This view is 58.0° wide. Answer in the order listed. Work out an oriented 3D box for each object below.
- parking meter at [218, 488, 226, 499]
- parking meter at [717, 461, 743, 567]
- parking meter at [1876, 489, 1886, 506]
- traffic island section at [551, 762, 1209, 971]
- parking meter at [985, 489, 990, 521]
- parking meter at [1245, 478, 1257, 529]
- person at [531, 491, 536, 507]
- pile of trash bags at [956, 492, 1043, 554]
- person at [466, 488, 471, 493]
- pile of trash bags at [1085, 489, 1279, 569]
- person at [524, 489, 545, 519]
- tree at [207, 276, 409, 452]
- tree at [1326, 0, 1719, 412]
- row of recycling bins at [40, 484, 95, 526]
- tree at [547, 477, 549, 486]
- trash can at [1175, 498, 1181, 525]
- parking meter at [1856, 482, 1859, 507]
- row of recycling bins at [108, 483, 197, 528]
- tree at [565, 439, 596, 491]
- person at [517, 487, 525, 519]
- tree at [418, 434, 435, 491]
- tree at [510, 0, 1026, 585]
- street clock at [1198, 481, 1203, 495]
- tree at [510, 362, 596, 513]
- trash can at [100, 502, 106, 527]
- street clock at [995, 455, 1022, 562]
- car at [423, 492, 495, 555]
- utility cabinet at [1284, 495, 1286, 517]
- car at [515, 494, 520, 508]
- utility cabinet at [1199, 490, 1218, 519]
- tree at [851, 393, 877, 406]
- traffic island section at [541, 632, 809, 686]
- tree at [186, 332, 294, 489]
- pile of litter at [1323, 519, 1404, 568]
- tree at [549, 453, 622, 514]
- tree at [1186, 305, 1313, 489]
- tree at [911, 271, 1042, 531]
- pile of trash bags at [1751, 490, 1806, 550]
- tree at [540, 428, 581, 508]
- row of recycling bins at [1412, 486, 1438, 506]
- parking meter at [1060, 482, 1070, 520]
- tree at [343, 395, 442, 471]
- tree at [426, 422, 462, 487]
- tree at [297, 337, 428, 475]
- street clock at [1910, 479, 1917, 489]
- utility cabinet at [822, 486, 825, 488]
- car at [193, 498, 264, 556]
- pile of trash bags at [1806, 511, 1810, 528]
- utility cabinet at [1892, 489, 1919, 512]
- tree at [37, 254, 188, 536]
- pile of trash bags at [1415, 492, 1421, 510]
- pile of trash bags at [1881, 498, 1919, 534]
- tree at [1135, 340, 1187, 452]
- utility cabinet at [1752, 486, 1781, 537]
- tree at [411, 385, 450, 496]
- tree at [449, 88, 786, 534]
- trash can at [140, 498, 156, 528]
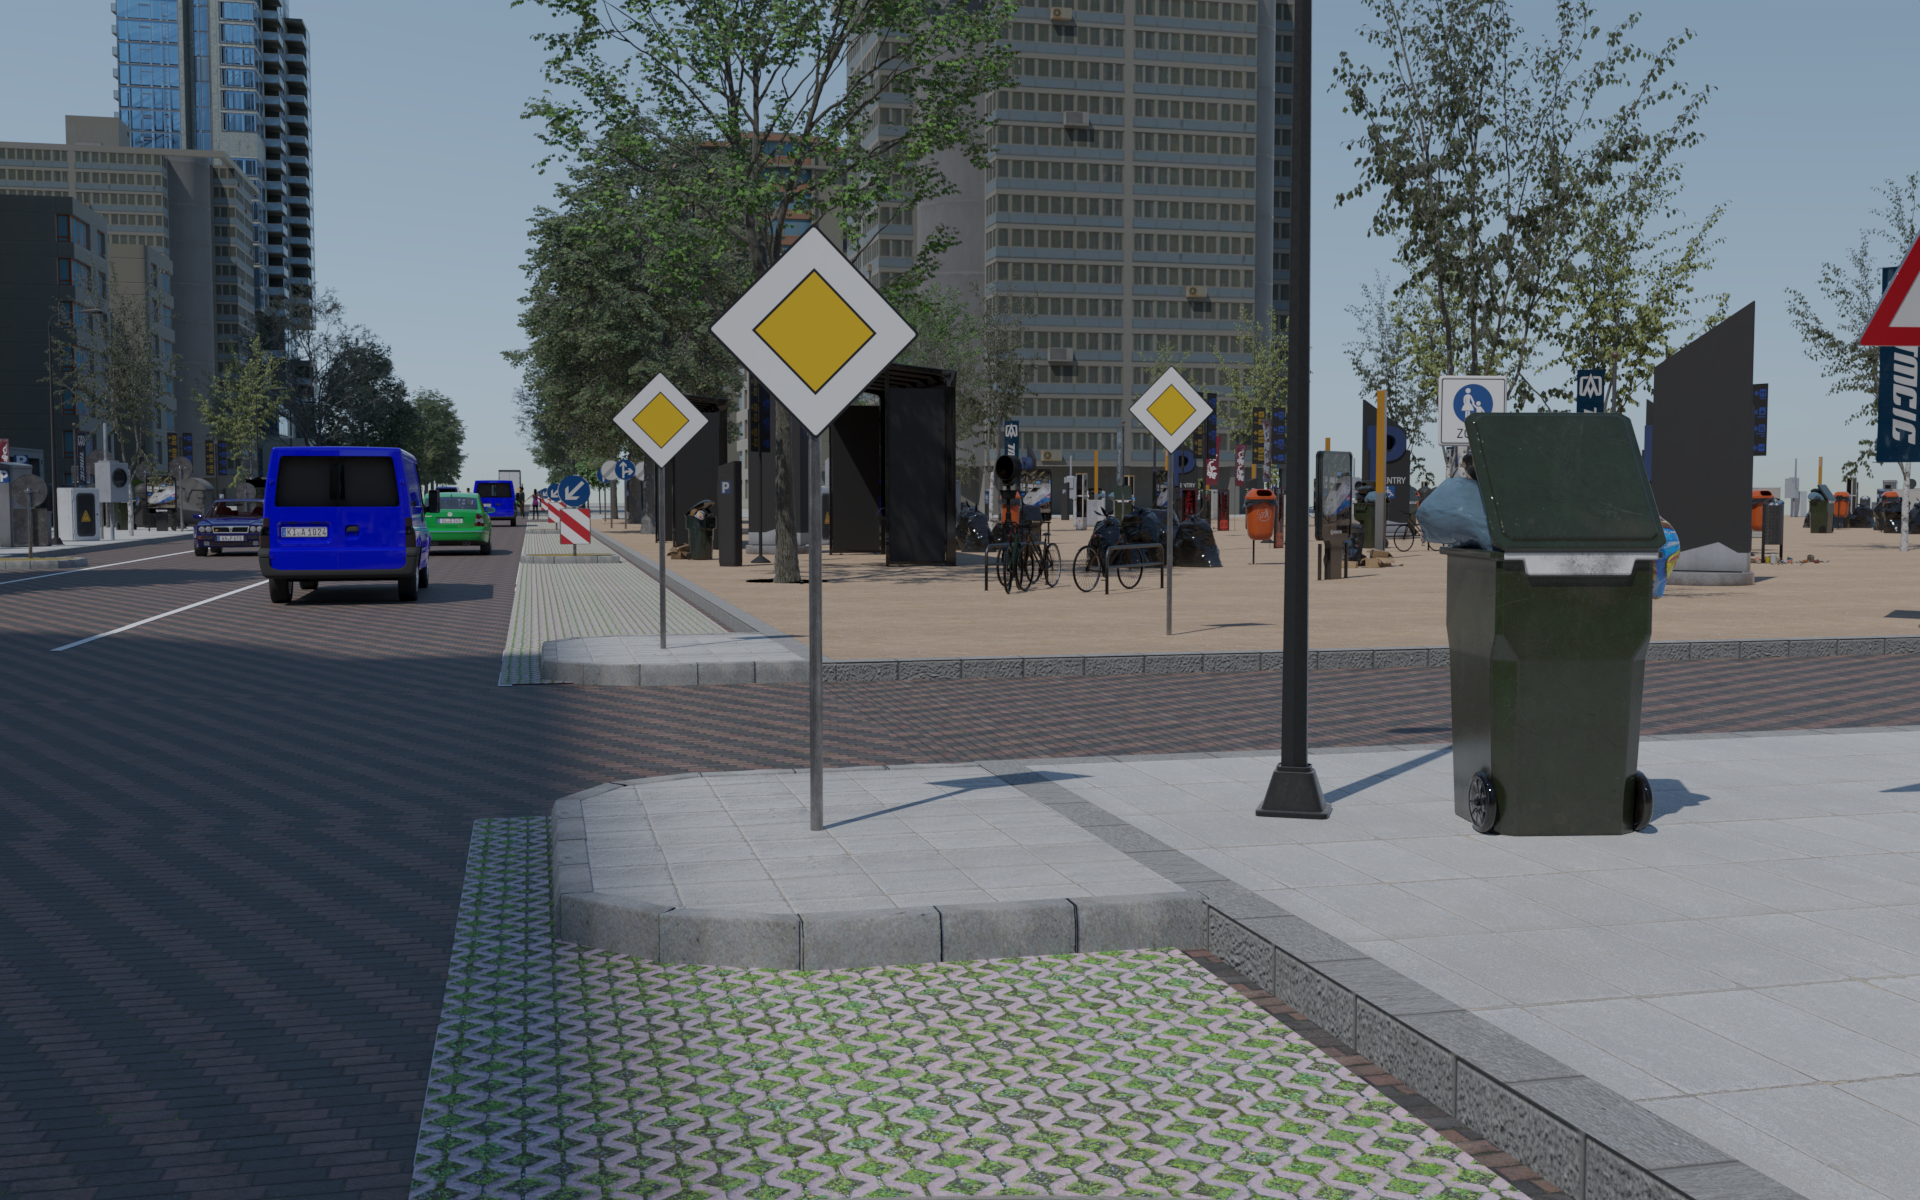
[{"bbox_3d":[-31.633,-4.026,74.229,0.372,1.533,0.369,0,3,0],"label":"parking meter"},{"bbox_3d":[-4.071,-1.525,30.638,0.399,1.863,0.255,2,4,33],"label":"parking meter"},{"bbox_3d":[42.634,-4.389,80.171,0.372,1.533,0.369,0,3,0],"label":"parking meter"},{"bbox_3d":[-0.529,0.957,6.633,2.009,0.180,2.903,-1,4,-14],"label":"traffic island section"},{"bbox_3d":[1.356,-4.498,81.946,0.372,1.533,0.369,0,3,0],"label":"parking meter"},{"bbox_3d":[10.600,-3.508,63.072,0.399,1.863,0.255,-1,4,-21],"label":"parking meter"},{"bbox_3d":[-45.694,-10.846,185.920,0.705,1.812,1.348,0,4,5],"label":"person"},{"bbox_3d":[0.894,-1.748,38.327,1.912,1.369,3.447,-1,4,-8],"label":"pile of trash bags"},{"bbox_3d":[-28.788,-5.674,101.367,0.705,1.812,1.348,2,4,28],"label":"person"},{"bbox_3d":[4.064,-1.296,30.938,3.447,1.369,1.912,-1,4,-16],"label":"pile of trash bags"},{"bbox_3d":[-24.020,-5.426,97.891,1.217,1.739,0.721,-2,4,-31],"label":"person"},{"bbox_3d":[-36.376,-11.432,97.281,12.009,13.543,11.850,0,3,0],"label":"tree"},{"bbox_3d":[5.930,-4.241,19.704,4.360,8.622,3.978,0,3,0],"label":"tree"},{"bbox_3d":[-35.745,-3.778,68.885,3.534,1.692,1.069,0,4,7],"label":"row of recycling bins"},{"bbox_3d":[-45.671,-13.136,198.484,4.285,4.588,4.351,0,3,0],"label":"tree"},{"bbox_3d":[7.600,-2.889,58.881,0.748,1.137,0.748,0,3,0],"label":"trash can"},{"bbox_3d":[43.521,-4.809,84.344,0.399,1.863,0.255,-2,4,-35],"label":"parking meter"},{"bbox_3d":[-31.163,-3.680,67.284,3.534,1.692,1.069,-2,4,-25],"label":"row of recycling bins"},{"bbox_3d":[-33.307,-12.391,152.954,4.360,8.622,3.978,0,3,0],"label":"tree"},{"bbox_3d":[-25.561,-5.676,100.938,0.705,1.869,1.348,-2,4,-28],"label":"person"},{"bbox_3d":[-54.966,-13.637,173.329,4.737,8.622,4.395,0,3,0],"label":"tree"},{"bbox_3d":[-2.652,-6.055,24.752,9.928,11.665,9.643,0,3,0],"label":"tree"},{"bbox_3d":[13.224,-5.563,95.520,0.471,2.002,0.358,2,4,28],"label":"street clock"},{"bbox_3d":[-26.120,-12.768,119.122,12.009,13.543,11.850,0,3,0],"label":"tree"},{"bbox_3d":[-33.559,-3.409,67.393,0.748,1.137,0.748,0,3,0],"label":"trash can"},{"bbox_3d":[0.899,-1.684,32.110,0.471,2.002,0.358,3,5,44],"label":"street clock"},{"bbox_3d":[-12.285,-2.030,41.992,1.959,1.807,4.718,-1,4,-14],"label":"car"},{"bbox_3d":[18.645,-5.253,97.048,1.020,1.237,0.306,1,4,23],"label":"utility cabinet"},{"bbox_3d":[-47.966,-10.803,185.426,1.959,1.807,4.718,-1,4,-13],"label":"car"},{"bbox_3d":[12.786,-4.930,89.285,0.318,1.500,1.173,-2,4,-32],"label":"utility cabinet"},{"bbox_3d":[-4.341,-7.712,76.445,4.360,8.622,3.978,0,3,0],"label":"tree"},{"bbox_3d":[-2.443,0.483,14.386,2.009,0.180,2.903,-1,4,-14],"label":"traffic island section"},{"bbox_3d":[-32.308,-7.813,78.112,4.737,8.622,4.395,0,3,0],"label":"tree"},{"bbox_3d":[7.125,-1.012,30.512,1.719,0.858,1.176,-1,4,-20],"label":"pile of litter"},{"bbox_3d":[-22.871,-7.739,110.250,4.285,4.588,4.351,0,3,0],"label":"tree"},{"bbox_3d":[11.721,-7.109,66.589,4.737,8.622,4.395,0,3,0],"label":"tree"},{"bbox_3d":[0.954,-6.556,57.556,4.360,8.622,3.978,0,3,0],"label":"tree"},{"bbox_3d":[16.726,-1.772,38.732,3.447,1.369,1.912,-1,4,-18],"label":"pile of trash bags"},{"bbox_3d":[-31.458,-12.838,144.318,7.601,10.594,8.767,1,4,11],"label":"tree"},{"bbox_3d":[24.513,-5.241,92.796,3.534,1.692,1.069,-1,4,-20],"label":"row of recycling bins"},{"bbox_3d":[5.141,-4.835,84.765,0.399,1.863,0.255,2,4,31],"label":"parking meter"},{"bbox_3d":[-51.529,-13.664,157.814,7.601,10.594,8.767,1,4,13],"label":"tree"},{"bbox_3d":[-72.596,-19.614,238.817,7.486,12.596,7.792,0,3,0],"label":"tree"},{"bbox_3d":[-43.188,-12.727,125.100,9.611,12.733,9.660,0,3,0],"label":"tree"},{"bbox_3d":[44.870,-4.724,81.811,0.471,2.002,0.358,0,3,0],"label":"street clock"},{"bbox_3d":[-3.744,-2.342,46.964,1.173,1.500,0.318,-2,4,-24],"label":"utility cabinet"},{"bbox_3d":[-17.126,-1.754,41.253,1.945,1.354,3.894,-1,4,-16],"label":"car"},{"bbox_3d":[33.867,-3.409,65.482,3.447,1.369,1.912,-1,4,-11],"label":"pile of trash bags"},{"bbox_3d":[41.770,-4.138,76.341,1.173,1.500,0.318,3,5,42],"label":"utility cabinet"},{"bbox_3d":[-25.524,-6.265,52.795,4.360,8.622,3.978,0,3,0],"label":"tree"},{"bbox_3d":[17.862,-3.904,73.575,3.447,1.369,1.912,0,4,-5],"label":"pile of trash bags"},{"bbox_3d":[32.747,-3.161,61.432,3.447,1.369,1.912,3,5,44],"label":"pile of trash bags"},{"bbox_3d":[10.206,-8.082,82.499,4.737,8.622,4.395,0,3,0],"label":"tree"},{"bbox_3d":[23.302,-2.565,50.612,1.173,1.500,0.318,2,4,30],"label":"utility cabinet"},{"bbox_3d":[-63.153,-18.233,204.770,9.857,13.997,8.962,0,3,0],"label":"tree"},{"bbox_3d":[-10.018,-9.087,55.234,9.857,13.997,8.962,0,3,0],"label":"tree"},{"bbox_3d":[-30.748,-3.313,65.818,0.748,1.137,0.748,0,3,0],"label":"trash can"}]
